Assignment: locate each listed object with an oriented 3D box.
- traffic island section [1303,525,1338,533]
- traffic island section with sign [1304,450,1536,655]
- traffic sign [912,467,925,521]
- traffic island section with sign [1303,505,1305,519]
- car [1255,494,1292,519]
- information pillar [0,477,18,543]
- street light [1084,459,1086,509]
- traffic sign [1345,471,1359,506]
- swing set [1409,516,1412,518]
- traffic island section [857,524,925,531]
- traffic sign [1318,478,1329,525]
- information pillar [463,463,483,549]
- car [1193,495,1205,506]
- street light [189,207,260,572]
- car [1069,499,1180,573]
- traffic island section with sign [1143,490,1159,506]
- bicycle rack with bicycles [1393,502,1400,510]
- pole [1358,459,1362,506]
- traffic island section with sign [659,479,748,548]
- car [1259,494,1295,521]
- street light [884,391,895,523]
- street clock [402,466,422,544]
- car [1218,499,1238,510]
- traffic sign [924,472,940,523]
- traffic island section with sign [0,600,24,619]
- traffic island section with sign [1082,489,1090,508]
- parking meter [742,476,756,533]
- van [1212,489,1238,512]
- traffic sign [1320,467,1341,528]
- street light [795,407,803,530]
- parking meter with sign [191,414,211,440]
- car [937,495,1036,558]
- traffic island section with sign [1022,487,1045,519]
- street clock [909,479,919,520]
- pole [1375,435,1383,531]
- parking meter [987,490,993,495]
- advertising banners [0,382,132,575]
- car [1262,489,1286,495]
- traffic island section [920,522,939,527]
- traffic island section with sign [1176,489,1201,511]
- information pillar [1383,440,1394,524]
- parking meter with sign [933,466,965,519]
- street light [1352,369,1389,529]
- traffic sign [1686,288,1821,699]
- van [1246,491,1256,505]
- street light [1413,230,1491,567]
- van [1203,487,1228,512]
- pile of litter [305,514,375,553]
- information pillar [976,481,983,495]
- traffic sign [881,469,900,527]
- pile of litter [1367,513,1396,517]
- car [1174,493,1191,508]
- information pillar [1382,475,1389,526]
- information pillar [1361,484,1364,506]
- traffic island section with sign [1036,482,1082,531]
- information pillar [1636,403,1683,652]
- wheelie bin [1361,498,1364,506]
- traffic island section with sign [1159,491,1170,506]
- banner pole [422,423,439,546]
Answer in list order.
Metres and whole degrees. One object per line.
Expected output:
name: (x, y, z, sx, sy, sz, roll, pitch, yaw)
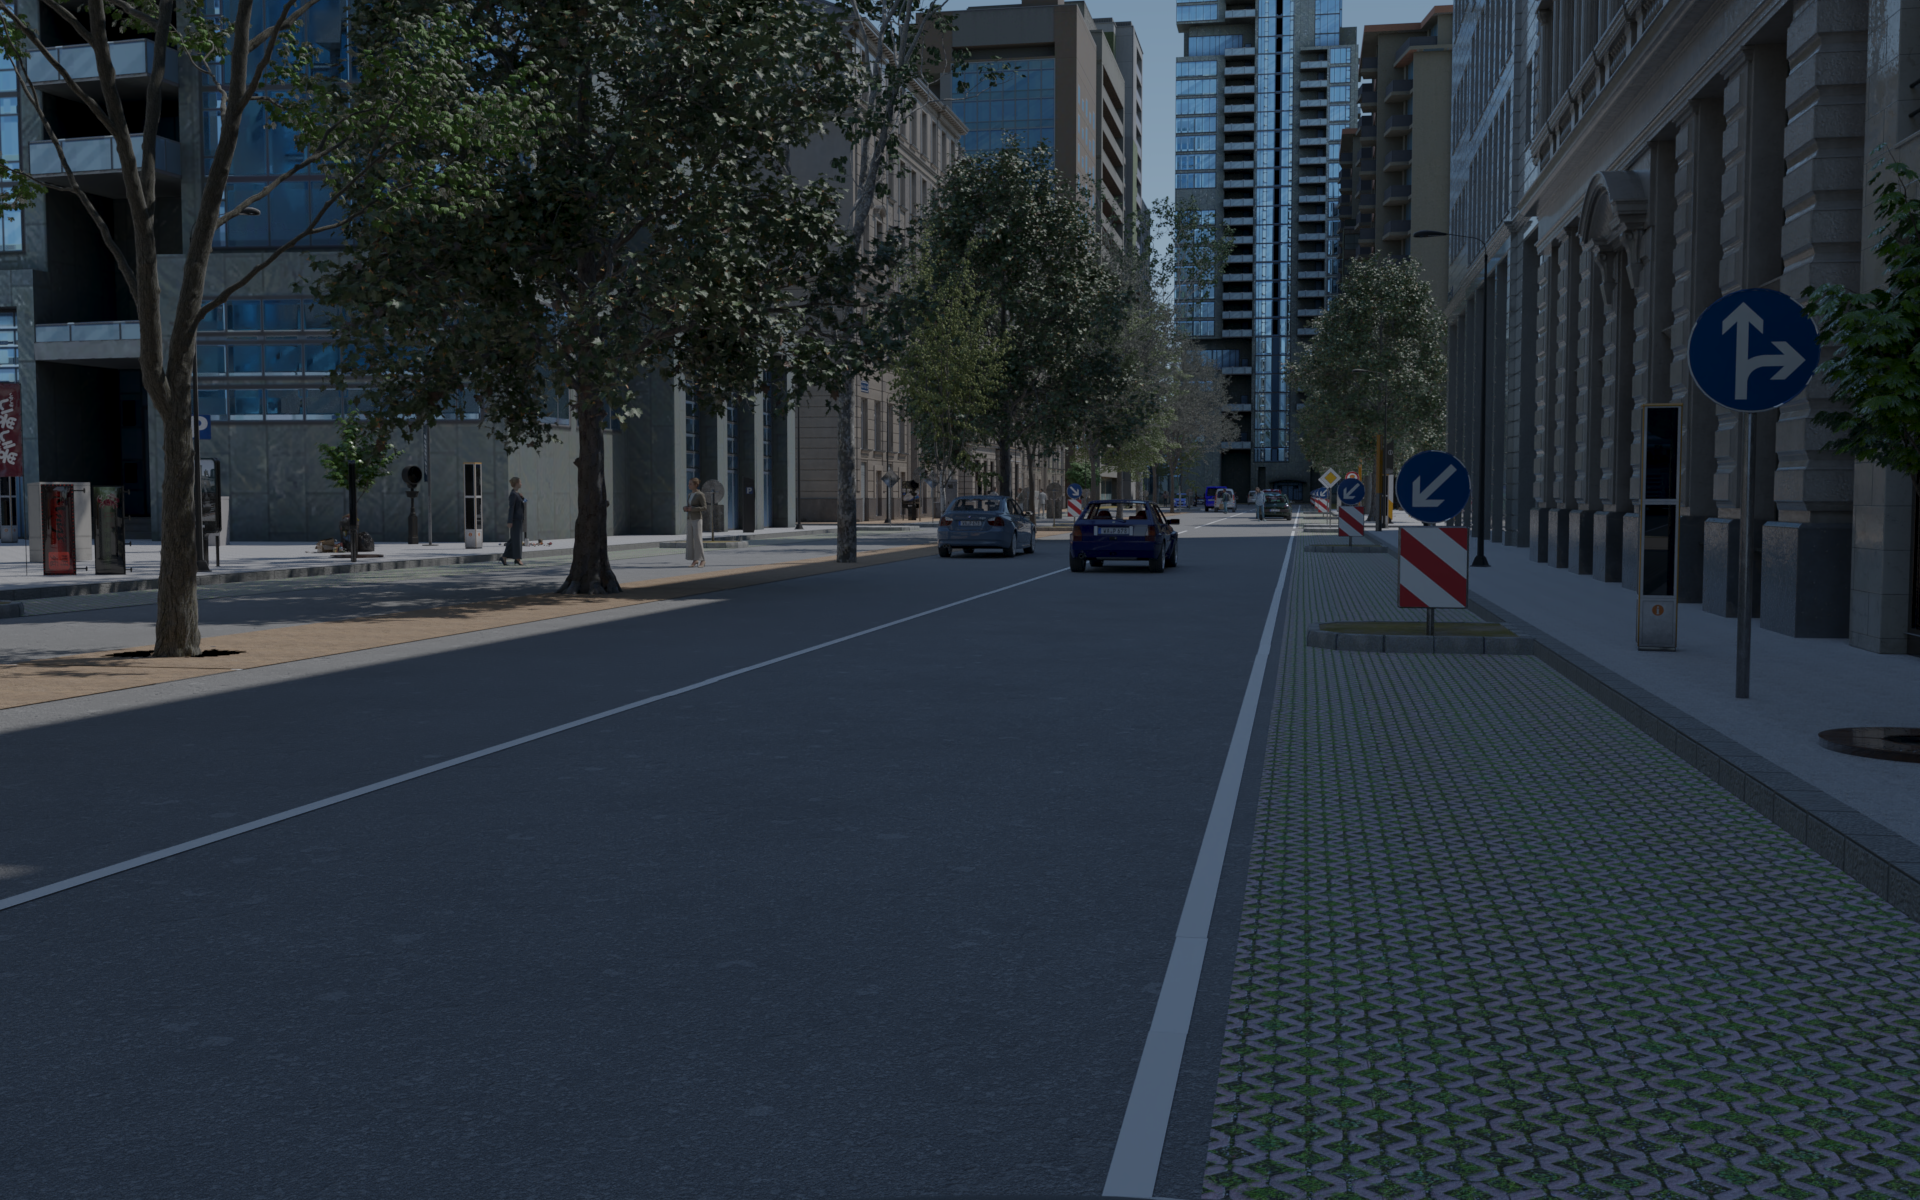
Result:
traffic island section: (13.905, -2.612, 64.983, 2.009, 0.180, 2.903, 1, 4, 11)
traffic island section with sign: (4.308, -0.475, 16.402, 1.989, 1.847, 2.006, 1, 4, 11)
traffic sign: (-1.882, -4.967, 81.310, 0.768, 2.556, 0.104, 1, 4, 15)
traffic island section with sign: (9.543, -2.093, 42.846, 1.989, 1.847, 2.006, 1, 4, 11)
car: (18.229, -5.452, 100.946, 2.131, 1.459, 4.920, 1, 4, 12)
information pillar: (-24.911, -2.498, 45.329, 0.304, 2.012, 0.304, 0, 4, -1)
street light: (11.010, -10.527, 144.652, 1.470, 5.913, 1.316, 1, 4, 11)
traffic sign: (22.013, -5.942, 97.256, 0.768, 2.556, 0.104, 1, 4, 12)
swing set: (25.822, -5.902, 94.123, 3.119, 2.851, 2.862, 1, 4, 12)
traffic island section: (-2.763, -2.813, 68.275, 2.009, 0.180, 2.903, 1, 4, 11)
traffic sign: (15.431, -4.226, 72.744, 0.795, 2.450, 0.064, 1, 4, 11)
information pillar: (-11.394, -2.204, 40.530, 0.304, 2.012, 0.304, 1, 4, 15)
car: (28.256, -11.654, 203.116, 1.945, 1.354, 3.894, 1, 4, 12)
street light: (-12.026, -3.412, 28.328, 1.470, 5.913, 1.316, 1, 4, 11)
car: (3.159, -1.246, 32.953, 1.945, 1.354, 3.894, 1, 4, 12)
traffic island section with sign: (18.866, -10.229, 175.876, 1.989, 1.847, 2.006, 1, 4, 11)
bicycle rack with bicycles: (35.050, -7.622, 137.995, 2.852, 0.926, 2.925, -3, 5, -40)
pole: (22.777, -6.412, 98.673, 0.158, 3.312, 0.155, 0, 3, 0)
traffic island section with sign: (-6.760, -2.307, 46.344, 1.989, 1.847, 2.006, 1, 4, 11)
car: (17.251, -5.189, 94.621, 2.009, 1.686, 4.222, 1, 4, 12)
street light: (-2.665, -6.337, 76.150, 1.470, 5.913, 1.316, 1, 4, 11)
street clock: (-13.955, -2.421, 44.147, 0.358, 2.002, 0.471, 3, 4, 36)
car: (23.927, -8.906, 155.392, 2.009, 1.686, 4.222, 1, 4, 11)
traffic sign: (-1.188, -4.428, 76.042, 0.795, 2.450, 0.064, 1, 4, 11)
traffic island section with sign: (-12.006, -0.687, 19.855, 1.989, 1.847, 2.006, 1, 4, 11)
traffic island section with sign: (9.271, -7.261, 127.350, 1.989, 1.847, 2.006, 1, 4, 11)
parking meter: (-7.006, -3.168, 57.505, 0.399, 1.863, 0.255, -1, 4, -19)
van: (21.000, -7.963, 137.198, 2.013, 2.044, 4.112, 1, 4, 10)
traffic sign: (13.880, -3.747, 64.910, 0.795, 2.450, 0.064, 1, 4, 11)
street light: (-5.297, -5.500, 62.460, 1.470, 5.913, 1.316, 1, 4, 11)
parking meter with sign: (-17.063, -2.596, 38.698, 0.543, 3.016, 1.738, -2, 4, -27)
car: (0.641, -1.742, 40.492, 2.014, 1.417, 4.499, 1, 4, 11)
traffic island section with sign: (3.894, -5.600, 100.181, 1.989, 1.847, 2.006, 1, 4, 11)
street clock: (-2.235, -4.873, 84.242, 0.471, 2.002, 0.358, -1, 4, -20)
pole: (14.391, -4.012, 59.443, 0.158, 3.312, 0.155, 0, 3, 0)
parking meter: (1.764, -5.580, 99.651, 0.372, 1.533, 0.369, 0, 3, 0)
advertising banners: (-14.203, -1.903, 27.298, 2.074, 3.025, 0.090, -1, 4, -9)
car: (24.664, -7.855, 137.101, 2.281, 1.827, 5.304, 1, 4, 12)
traffic island section: (-1.213, -3.292, 76.108, 2.009, 0.180, 2.903, 1, 4, 11)
traffic island section with sign: (19.599, -8.569, 148.246, 2.006, 1.907, 1.989, 1, 4, 11)
information pillar: (18.381, -5.078, 74.380, 0.504, 3.616, 0.183, -1, 4, -9)
parking meter with sign: (-0.536, -5.774, 90.666, 1.738, 3.016, 0.543, -1, 4, -22)
street light: (15.264, -5.621, 64.447, 1.470, 5.913, 1.316, 1, 4, 11)
traffic sign: (4.925, -0.656, 10.825, 0.768, 2.556, 0.104, 1, 4, 16)
van: (37.550, -13.090, 221.027, 2.013, 2.044, 4.112, 1, 4, 10)
street light: (8.672, -3.549, 30.559, 1.470, 5.913, 1.316, 1, 4, 11)
van: (21.053, -8.417, 142.001, 2.240, 2.365, 5.245, 1, 4, 9)
pile of litter: (-13.678, -1.484, 38.227, 1.719, 0.858, 1.176, -3, 5, -44)
information pillar: (1.060, -5.669, 97.188, 0.304, 2.012, 0.304, 0, 4, 4)
traffic sign: (-2.739, -3.949, 68.208, 0.795, 2.450, 0.064, 1, 4, 11)
pile of litter: (24.010, -5.175, 98.568, 1.719, 0.858, 1.176, 0, 4, 3)
car: (23.233, -10.519, 181.569, 1.945, 1.707, 3.694, 1, 4, 12)
information pillar: (16.007, -3.723, 65.359, 0.304, 2.012, 0.304, 0, 4, 8)
information pillar: (28.079, -7.148, 121.367, 0.304, 2.012, 0.304, 2, 4, 33)
traffic island section with sign: (3.570, -3.616, 67.265, 2.006, 1.907, 1.989, 1, 4, 11)
information pillar: (5.723, -0.593, 14.184, 0.304, 2.012, 0.304, 1, 4, 18)
wheelie bin: (27.387, -6.644, 116.530, 0.693, 1.594, 0.980, -2, 4, -33)
traffic island section with sign: (24.111, -11.847, 202.318, 1.989, 1.847, 2.006, 1, 4, 11)
banner pole: (-13.252, -3.245, 43.071, 0.401, 3.779, 0.863, -2, 4, -28)
